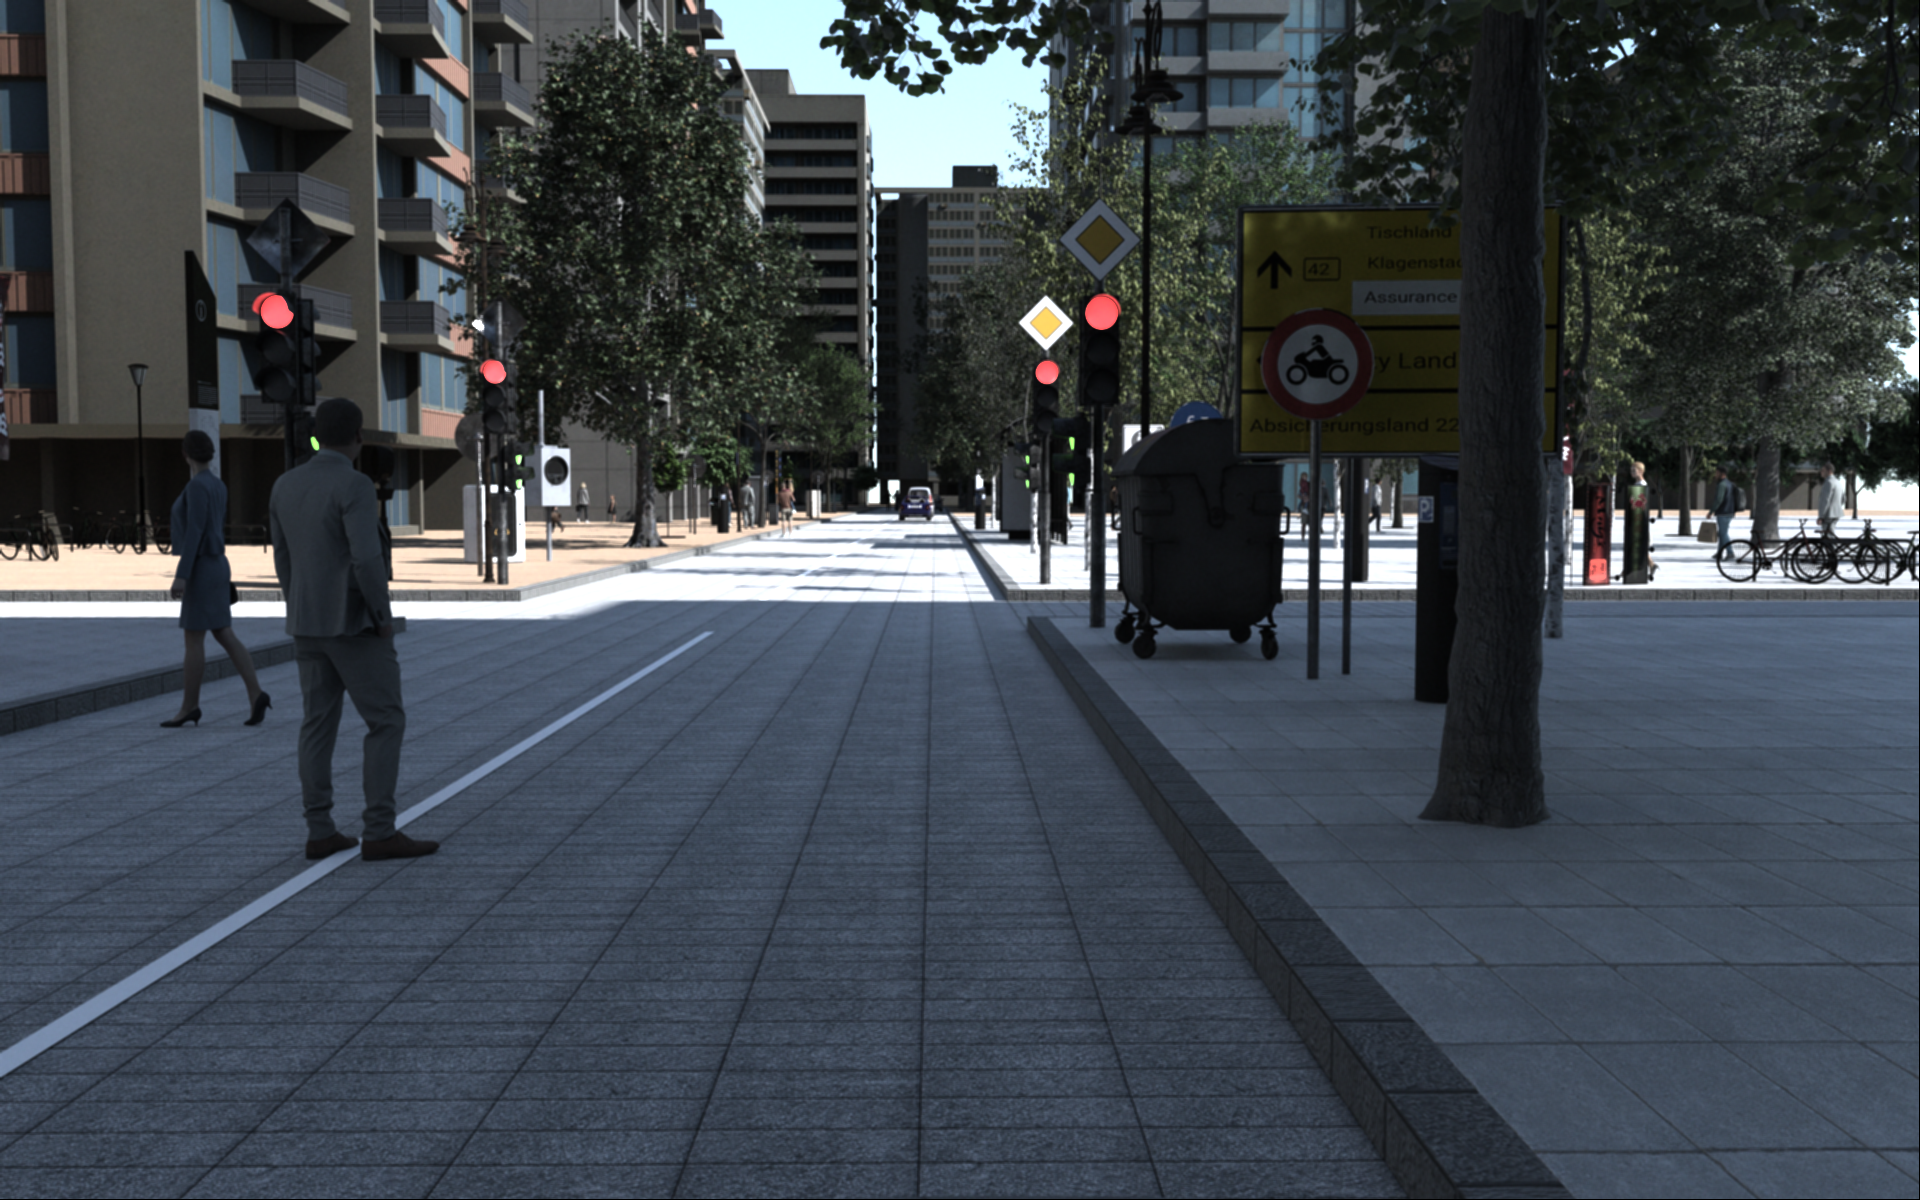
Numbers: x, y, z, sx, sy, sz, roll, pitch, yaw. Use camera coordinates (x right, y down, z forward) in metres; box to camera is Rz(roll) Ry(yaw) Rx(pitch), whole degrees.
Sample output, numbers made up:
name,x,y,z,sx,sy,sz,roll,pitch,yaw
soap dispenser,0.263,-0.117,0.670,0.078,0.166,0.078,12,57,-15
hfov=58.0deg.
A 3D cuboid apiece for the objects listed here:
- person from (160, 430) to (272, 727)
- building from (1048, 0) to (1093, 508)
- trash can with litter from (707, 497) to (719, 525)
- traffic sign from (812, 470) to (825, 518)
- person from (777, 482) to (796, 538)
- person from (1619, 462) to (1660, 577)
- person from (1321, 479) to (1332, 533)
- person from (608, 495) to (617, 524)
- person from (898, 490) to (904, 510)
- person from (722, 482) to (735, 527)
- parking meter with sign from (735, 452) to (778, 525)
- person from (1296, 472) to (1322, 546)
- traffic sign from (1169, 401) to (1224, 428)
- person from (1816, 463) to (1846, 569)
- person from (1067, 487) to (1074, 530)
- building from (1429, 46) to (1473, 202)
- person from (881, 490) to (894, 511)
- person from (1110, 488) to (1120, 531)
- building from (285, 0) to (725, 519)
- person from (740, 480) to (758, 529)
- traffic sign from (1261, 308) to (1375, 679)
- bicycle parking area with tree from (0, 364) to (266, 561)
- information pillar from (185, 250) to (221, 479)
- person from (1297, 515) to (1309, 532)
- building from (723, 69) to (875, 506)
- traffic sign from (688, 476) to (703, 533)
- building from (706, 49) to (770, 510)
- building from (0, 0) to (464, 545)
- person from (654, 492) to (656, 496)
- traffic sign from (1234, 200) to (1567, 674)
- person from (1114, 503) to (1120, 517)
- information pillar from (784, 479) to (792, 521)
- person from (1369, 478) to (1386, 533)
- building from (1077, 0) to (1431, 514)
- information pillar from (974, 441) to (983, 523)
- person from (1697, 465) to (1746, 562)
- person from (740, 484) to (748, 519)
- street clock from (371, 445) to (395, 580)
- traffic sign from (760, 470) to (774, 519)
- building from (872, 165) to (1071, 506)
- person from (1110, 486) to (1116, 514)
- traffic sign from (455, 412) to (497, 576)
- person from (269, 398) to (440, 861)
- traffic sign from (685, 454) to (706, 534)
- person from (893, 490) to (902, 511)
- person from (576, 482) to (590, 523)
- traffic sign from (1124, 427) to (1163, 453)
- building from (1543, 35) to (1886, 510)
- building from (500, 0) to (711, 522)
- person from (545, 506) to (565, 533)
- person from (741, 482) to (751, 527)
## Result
name,x,y,z,sx,sy,sz,roll,pitch,yaw
person,-4.599,-0.129,10.632,0.654,1.822,0.581,1,4,13
building,22.066,-34.491,153.174,28.713,52.752,27.495,0,4,-1
trash can with litter,-10.059,-3.672,71.429,0.624,1.170,1.055,0,4,1
traffic sign,-7.654,-5.700,93.293,0.768,2.556,0.104,0,4,5
person,-5.698,-2.981,57.217,0.573,1.828,0.580,3,5,39
person,10.491,-1.245,26.744,0.624,1.780,0.694,2,4,25
person,11.841,-3.070,56.636,0.661,1.777,0.834,2,4,33
person,-15.166,-3.963,75.512,0.373,1.253,0.362,0,4,-3
person,-5.725,-9.279,160.227,1.348,1.822,0.705,-3,4,-37
person,-9.033,-3.707,67.240,0.593,1.750,0.643,1,4,8
parking meter with sign,-8.453,-4.643,72.179,1.738,3.016,0.543,0,4,4
person,8.663,-2.273,43.176,0.580,1.828,0.573,-3,4,-36
traffic sign,3.247,-1.448,23.773,0.768,2.556,0.104,0,4,6
person,14.830,-1.430,29.521,0.391,1.810,0.635,3,4,38
person,3.762,-3.407,61.611,0.748,1.841,0.638,-1,4,-20
building,44.193,-31.215,160.471,14.200,45.320,14.600,0,4,-1
person,-6.032,-8.321,145.070,1.217,1.766,0.721,2,4,24
person,5.598,-3.293,59.846,0.822,1.834,0.622,0,4,2
building,-27.256,-28.047,113.188,22.147,44.769,28.867,0,4,-1
person,-7.801,-3.519,63.675,0.635,1.810,0.391,1,4,16
traffic sign,2.453,-0.725,11.961,0.768,2.556,0.104,0,4,6
bicycle parking area with tree,-19.626,-3.014,36.278,8.231,4.147,9.016,-3,5,-45
information pillar,-7.394,-1.565,16.942,0.183,3.616,0.504,0,4,1
person,11.878,-2.872,58.499,1.012,1.151,0.738,-1,4,-15
building,-21.056,-35.340,201.515,21.600,48.544,21.300,0,4,-1
traffic sign,-8.878,-3.484,56.967,0.884,2.594,0.081,1,4,9
building,-29.154,-28.053,150.545,23.993,40.220,32.217,0,4,-1
building,-26.560,-24.523,55.583,22.147,44.769,28.867,0,4,-1
person,-11.987,-3.721,66.683,0.655,1.846,0.447,2,4,23
traffic sign,3.076,-1.122,12.217,2.265,3.308,0.079,0,4,5
person,8.995,-5.552,98.628,0.589,1.601,0.330,3,5,45
information pillar,-8.277,-4.832,83.499,0.304,2.012,0.304,1,4,18
person,13.480,-3.092,56.449,0.795,1.843,0.661,0,4,6
building,20.160,-30.870,124.336,23.786,49.044,30.456,0,4,-1
information pillar,0.828,-5.175,75.971,0.183,3.616,0.504,3,4,36
person,14.427,-1.639,32.828,0.794,1.824,0.713,-2,4,-24
person,-10.938,-5.006,87.990,0.635,1.810,0.391,0,4,-4
street clock,-8.567,-1.294,25.733,0.358,2.002,0.471,-2,4,-33
traffic sign,-10.078,-5.525,90.431,0.768,2.556,0.104,0,4,1
building,1.724,-31.532,207.427,23.993,40.220,32.217,0,4,-1
person,9.720,-6.330,109.555,0.705,1.823,1.348,-1,4,-15
traffic sign,-7.492,-1.644,26.982,0.768,2.556,0.104,0,4,3
person,-2.442,0.108,6.837,0.635,1.810,0.391,1,4,22
traffic sign,-8.450,-3.364,55.109,0.768,2.556,0.104,1,4,8
person,-5.430,-8.616,149.459,0.705,1.814,1.350,-3,4,-37
person,-16.753,-4.307,76.642,0.709,1.800,0.728,2,4,26
traffic sign,2.714,-1.444,25.736,0.606,2.300,0.079,0,4,2
building,63.541,-28.183,152.673,23.993,40.220,32.217,0,4,-1
building,-23.666,-39.709,87.499,20.563,71.187,20.611,0,4,-1
person,-13.390,-3.143,57.401,0.822,1.834,0.622,-3,5,-43
person,-8.391,-3.782,68.074,0.583,1.804,0.606,0,4,0
